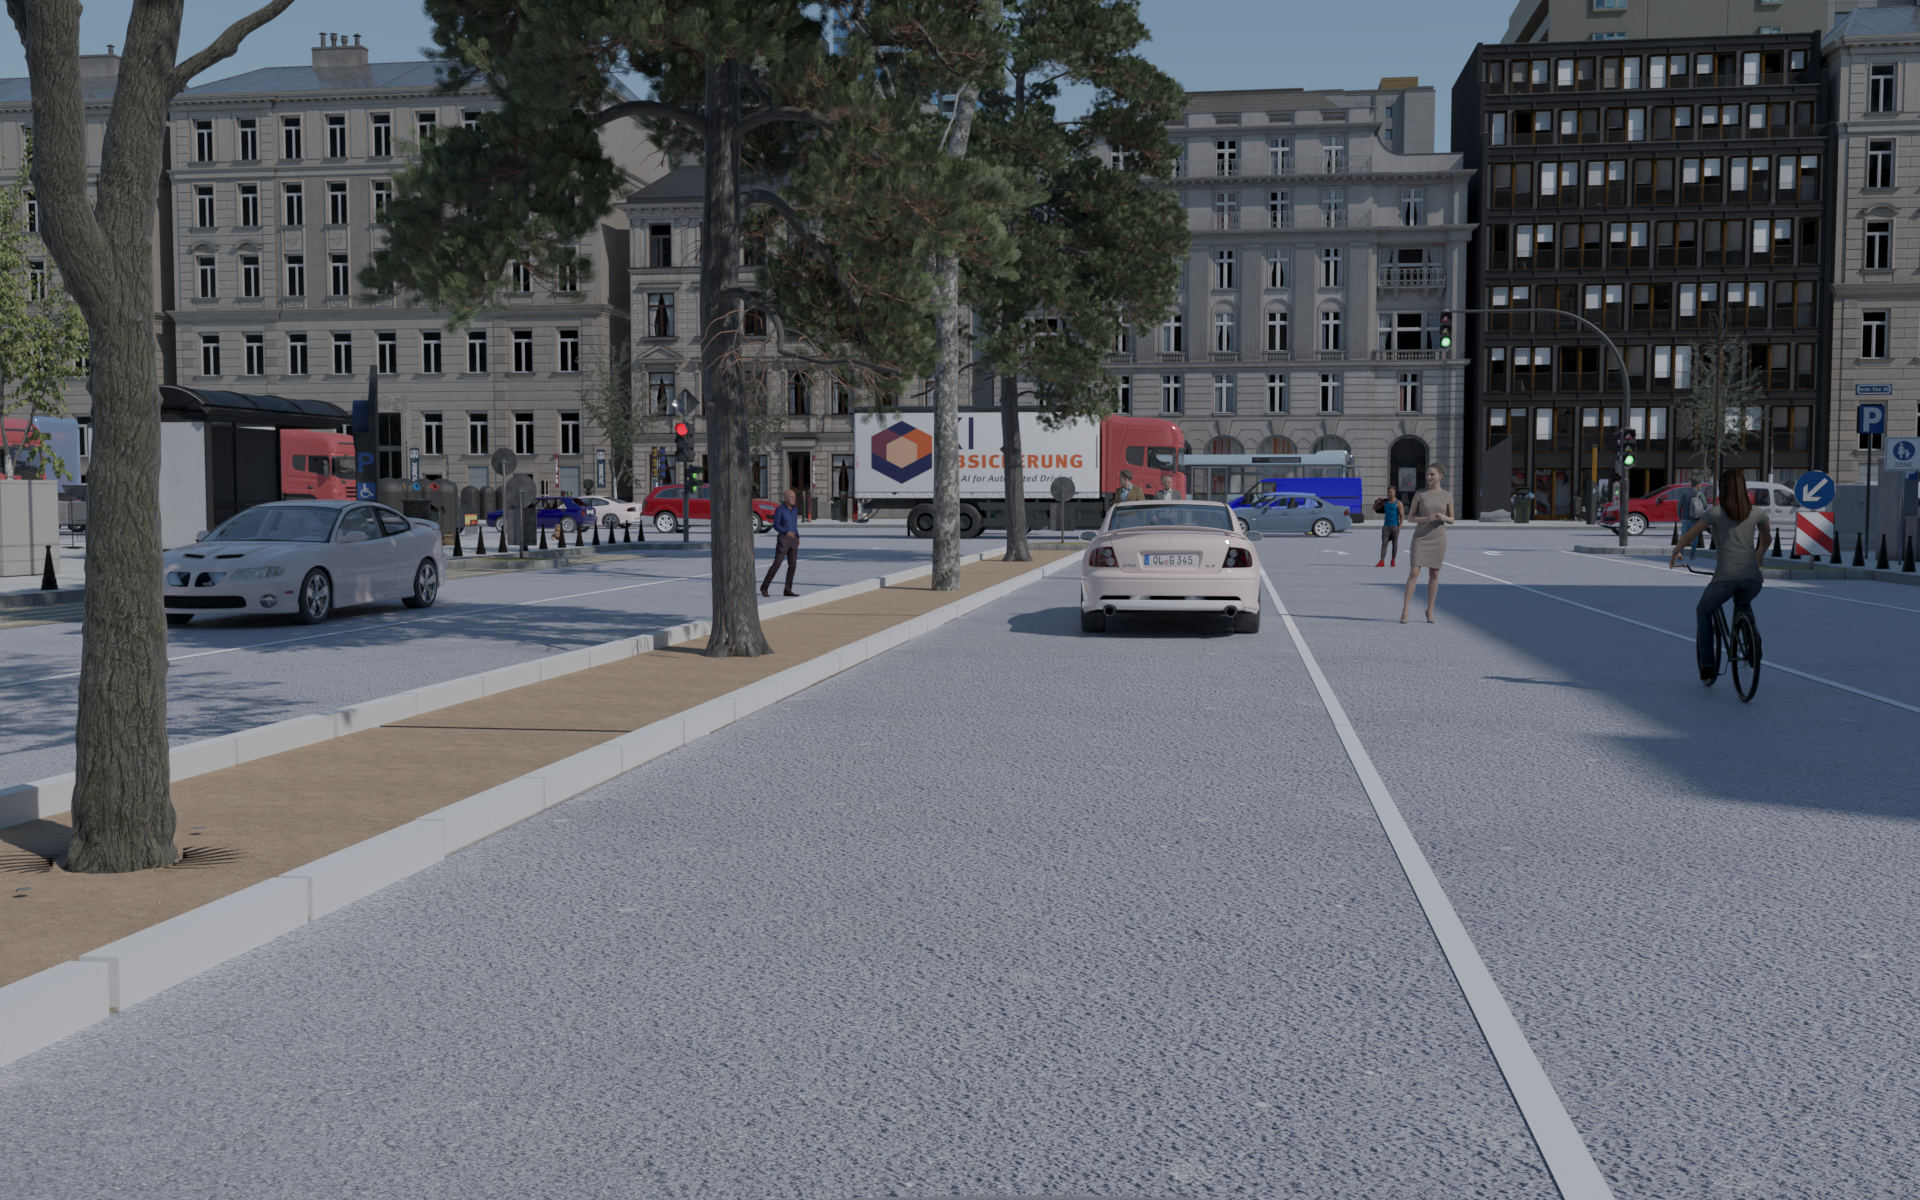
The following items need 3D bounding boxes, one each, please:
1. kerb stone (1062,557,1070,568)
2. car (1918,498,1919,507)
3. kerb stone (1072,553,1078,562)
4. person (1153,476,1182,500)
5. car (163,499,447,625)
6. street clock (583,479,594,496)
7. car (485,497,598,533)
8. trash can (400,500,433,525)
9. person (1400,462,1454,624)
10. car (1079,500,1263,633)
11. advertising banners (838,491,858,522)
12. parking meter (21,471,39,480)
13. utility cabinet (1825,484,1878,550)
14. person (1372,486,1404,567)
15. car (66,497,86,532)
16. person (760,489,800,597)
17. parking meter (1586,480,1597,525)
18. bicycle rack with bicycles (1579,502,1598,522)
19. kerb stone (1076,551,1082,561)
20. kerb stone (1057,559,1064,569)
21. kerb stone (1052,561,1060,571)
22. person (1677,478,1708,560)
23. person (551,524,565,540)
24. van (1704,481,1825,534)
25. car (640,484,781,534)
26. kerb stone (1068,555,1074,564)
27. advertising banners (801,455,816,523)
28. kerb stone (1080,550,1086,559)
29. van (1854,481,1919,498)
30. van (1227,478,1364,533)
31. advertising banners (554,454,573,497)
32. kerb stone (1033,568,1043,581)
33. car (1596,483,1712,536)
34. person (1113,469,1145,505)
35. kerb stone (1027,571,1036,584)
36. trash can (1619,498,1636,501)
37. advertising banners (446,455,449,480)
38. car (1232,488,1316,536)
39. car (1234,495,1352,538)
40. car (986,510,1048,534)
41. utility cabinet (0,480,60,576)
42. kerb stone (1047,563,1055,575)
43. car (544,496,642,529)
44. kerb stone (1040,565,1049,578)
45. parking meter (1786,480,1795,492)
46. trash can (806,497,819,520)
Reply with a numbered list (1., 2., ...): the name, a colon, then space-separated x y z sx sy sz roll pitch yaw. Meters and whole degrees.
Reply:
1. kerb stone: 1.982 -0.706 33.733 0.120 0.150 1.000 1 4 9
2. car: 25.471 -2.161 47.915 3.894 1.354 1.945 0 4 8
3. kerb stone: 2.283 -0.823 35.770 0.120 0.150 1.000 1 4 9
4. person: 3.982 -1.479 33.081 0.661 1.777 0.834 0 4 -3
5. car: -7.770 -0.502 20.569 2.083 1.381 4.827 0 4 7
6. street clock: -17.945 -4.839 83.690 0.471 2.002 0.358 2 4 25
7. car: -15.601 -3.181 64.582 3.894 1.354 1.945 0 4 7
8. trash can: -12.811 -1.787 40.867 0.748 1.137 0.748 0 3 0
9. person: 5.192 -0.635 19.219 0.599 1.781 0.374 0 4 6
10. car: 2.341 -0.423 19.274 2.083 1.381 4.827 0 4 7
11. advertising banners: -4.722 -5.035 78.503 2.074 3.025 0.090 3 4 37
12. parking meter: -23.231 -2.302 43.357 0.399 1.863 0.255 -1 4 -17
13. utility cabinet: 20.072 -1.848 38.893 1.173 1.500 0.318 0 4 -4
14. person: 8.410 -1.453 34.123 0.647 1.594 0.662 2 4 26
15. car: -31.948 -3.420 64.589 5.304 1.827 2.281 0 4 8
16. person: -2.427 -0.788 24.077 0.574 1.496 0.600 -2 4 -28
17. parking meter: 26.497 -4.096 72.673 0.399 1.863 0.255 -3 5 -40
18. bicycle rack with bicycles: 29.263 -3.960 78.122 2.852 0.926 2.925 -1 4 -16
19. kerb stone: 2.433 -0.892 36.786 0.120 0.150 1.000 1 4 9
20. kerb stone: 1.821 -0.639 32.719 0.120 0.150 1.000 1 4 9
21. kerb stone: 1.671 -0.581 31.704 0.120 0.150 1.000 1 4 9
22. person: 15.813 -1.748 37.422 0.623 1.781 0.721 2 4 24
23. person: -11.919 -1.980 51.342 0.381 0.543 0.357 0 4 -3
24. van: 25.968 -2.958 55.383 4.112 2.044 2.013 1 4 8
25. car: -9.036 -3.345 63.364 5.304 1.827 2.281 1 4 8
26. kerb stone: 2.135 -0.767 34.752 0.120 0.150 1.000 1 4 9
27. advertising banners: -6.793 -4.994 77.834 0.090 3.025 2.074 1 4 13
28. kerb stone: 2.593 -0.954 37.801 0.120 0.150 1.000 1 4 9
29. van: 31.250 -3.026 56.484 4.112 2.044 2.013 1 4 9
30. van: 12.421 -3.690 64.711 5.245 2.365 2.240 1 4 10
31. advertising banners: -17.559 -4.921 76.644 0.090 3.025 2.074 0 4 8
32. kerb stone: 1.217 -0.395 28.659 0.120 0.150 1.000 1 4 9
33. car: 24.566 -3.091 59.219 5.304 1.827 2.281 1 4 8
34. person: 2.739 -1.234 28.582 0.656 1.842 0.836 0 4 1
35. kerb stone: 1.062 -0.331 27.645 0.120 0.150 1.000 1 4 9
36. trash can: 26.890 -3.557 69.815 0.748 1.137 0.748 0 3 0
37. advertising banners: -23.479 -5.059 78.904 0.090 3.025 2.074 -2 4 -26
38. car: 10.905 -3.107 60.391 3.694 1.707 1.945 1 4 9
39. car: 10.780 -2.802 57.813 4.499 1.417 2.014 0 4 8
40. car: 1.032 -3.200 62.102 4.222 1.686 2.009 0 4 8
41. utility cabinet: -14.698 -1.130 27.155 0.318 1.500 1.173 1 4 14
42. kerb stone: 1.522 -0.517 30.689 0.120 0.150 1.000 1 4 9
43. car: -15.481 -3.640 71.881 4.827 1.381 2.083 0 4 8
44. kerb stone: 1.364 -0.456 29.674 0.120 0.150 1.000 1 4 9
45. parking meter: 34.830 -4.088 72.551 0.399 1.863 0.255 1 4 18
46. trash can: -7.345 -4.531 85.739 0.748 1.137 0.748 0 3 0
